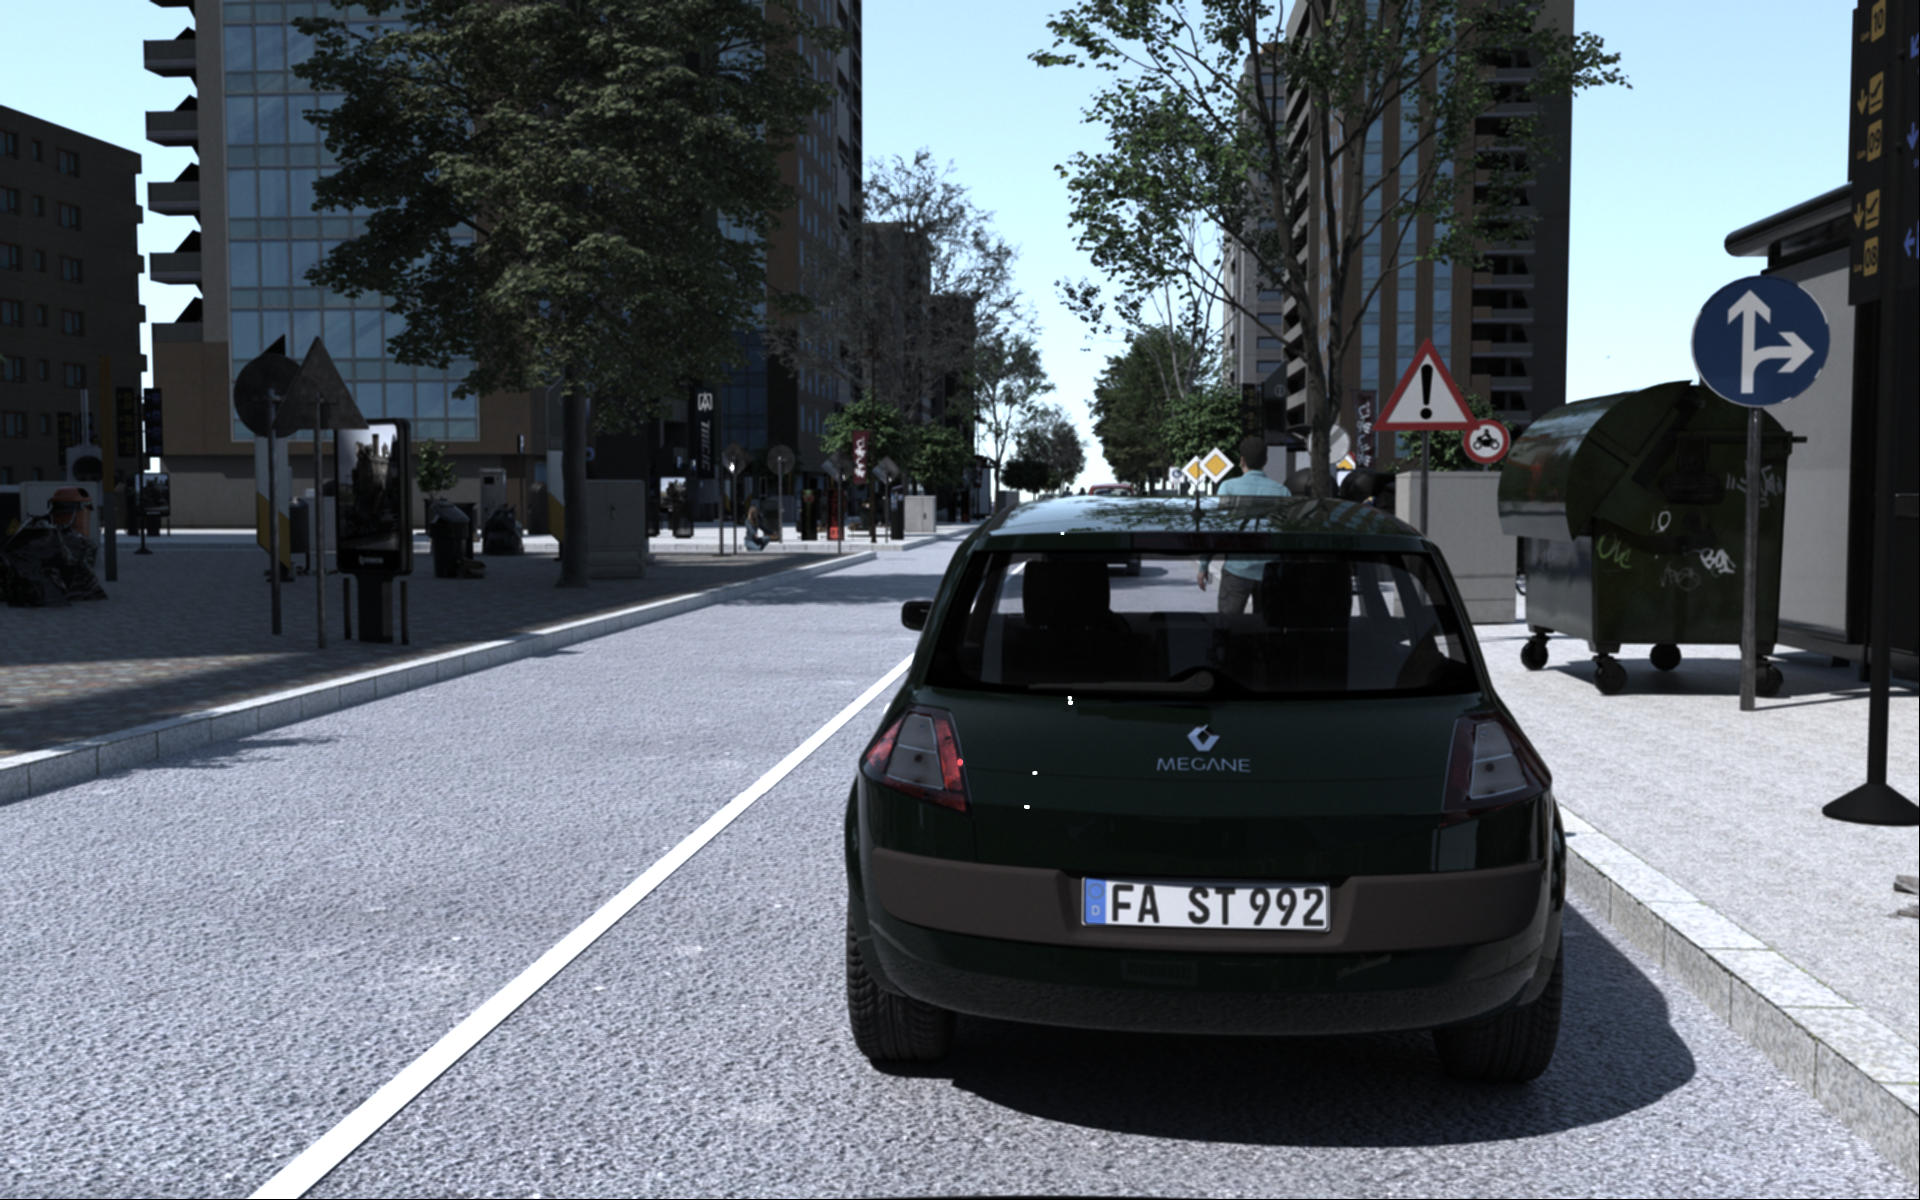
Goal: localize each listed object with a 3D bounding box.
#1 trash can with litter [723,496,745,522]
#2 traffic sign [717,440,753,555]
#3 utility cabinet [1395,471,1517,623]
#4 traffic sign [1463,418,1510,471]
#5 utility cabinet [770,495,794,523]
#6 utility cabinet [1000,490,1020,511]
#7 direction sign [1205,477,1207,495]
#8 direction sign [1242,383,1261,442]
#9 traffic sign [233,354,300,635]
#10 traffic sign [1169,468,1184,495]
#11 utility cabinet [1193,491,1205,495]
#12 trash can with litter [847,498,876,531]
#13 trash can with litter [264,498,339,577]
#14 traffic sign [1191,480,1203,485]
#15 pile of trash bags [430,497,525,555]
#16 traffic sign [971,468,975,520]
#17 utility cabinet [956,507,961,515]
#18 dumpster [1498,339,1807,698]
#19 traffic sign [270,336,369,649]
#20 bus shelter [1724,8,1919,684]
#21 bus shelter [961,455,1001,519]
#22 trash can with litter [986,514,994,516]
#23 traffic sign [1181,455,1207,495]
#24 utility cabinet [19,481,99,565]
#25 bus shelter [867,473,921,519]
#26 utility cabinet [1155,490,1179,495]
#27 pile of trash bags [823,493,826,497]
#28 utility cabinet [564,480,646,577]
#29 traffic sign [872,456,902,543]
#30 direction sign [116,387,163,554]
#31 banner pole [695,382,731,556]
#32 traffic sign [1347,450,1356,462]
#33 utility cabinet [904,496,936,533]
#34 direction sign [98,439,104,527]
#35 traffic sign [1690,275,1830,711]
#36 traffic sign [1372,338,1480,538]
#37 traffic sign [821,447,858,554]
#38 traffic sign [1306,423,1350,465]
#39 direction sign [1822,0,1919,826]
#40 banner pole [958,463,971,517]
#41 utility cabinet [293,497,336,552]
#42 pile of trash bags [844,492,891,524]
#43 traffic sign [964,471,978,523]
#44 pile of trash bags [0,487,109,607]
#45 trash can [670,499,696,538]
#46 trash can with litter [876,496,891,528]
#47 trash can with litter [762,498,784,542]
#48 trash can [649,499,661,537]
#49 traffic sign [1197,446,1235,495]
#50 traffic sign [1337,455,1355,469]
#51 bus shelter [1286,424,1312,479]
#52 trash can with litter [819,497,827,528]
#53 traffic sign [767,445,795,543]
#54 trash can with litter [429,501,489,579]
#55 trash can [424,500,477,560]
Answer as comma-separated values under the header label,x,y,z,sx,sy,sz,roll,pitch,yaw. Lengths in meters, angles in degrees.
label,x,y,z,sx,sy,sz,roll,pitch,yaw
trash can with litter,-10.638,-4.250,80.874,1.055,1.170,0.624,-2,4,-32
traffic sign,-4.765,-2.170,36.663,0.795,2.450,0.064,1,4,14
utility cabinet,4.864,-0.509,17.009,1.173,1.500,0.318,-1,4,-15
traffic sign,8.837,-1.776,29.149,0.768,2.556,0.104,1,4,11
utility cabinet,-7.955,-4.056,77.478,1.020,1.237,0.306,1,4,13
utility cabinet,3.297,-6.314,111.912,1.173,1.500,0.318,-2,4,-35
direction sign,14.116,-6.395,96.560,0.379,3.537,0.876,-3,5,-40
direction sign,6.127,-2.671,35.674,0.876,3.537,0.379,-2,4,-34
traffic sign,-6.255,-0.958,15.777,0.768,2.556,0.104,0,4,7
traffic sign,8.333,-3.942,66.586,0.606,2.300,0.079,1,4,11
utility cabinet,16.150,-6.615,116.827,0.318,1.500,1.173,3,4,38
trash can with litter,-3.439,-2.982,60.147,1.055,1.170,0.624,2,4,29
trash can with litter,-10.298,-1.025,27.821,1.678,1.210,2.233,2,4,25
traffic sign,13.060,-5.845,95.679,0.768,2.556,0.104,0,4,8
pile of trash bags,-10.927,-1.650,36.729,3.447,1.369,1.912,0,4,-5
traffic sign,0.589,-5.258,86.081,0.768,2.556,0.104,0,4,5
utility cabinet,0.339,-5.991,109.115,1.020,1.237,0.306,2,4,33
dumpster,4.615,-0.564,11.716,1.502,2.255,1.985,0,4,5
traffic sign,-5.298,-0.875,14.315,0.884,2.594,0.081,1,4,10
bus shelter,6.995,-2.107,12.087,2.179,5.291,8.768,0,4,5
bus shelter,1.011,-5.987,91.812,2.014,3.302,5.546,0,4,5
trash can with litter,1.567,-5.457,100.274,1.678,1.210,2.233,0,4,3
traffic sign,6.054,-2.495,44.436,0.795,2.450,0.064,0,4,5
utility cabinet,-15.803,-1.328,30.393,0.318,1.500,1.173,3,5,42
bus shelter,-3.136,-6.317,80.907,2.179,5.291,8.768,0,4,5
utility cabinet,10.071,-4.635,84.454,1.173,1.500,0.318,-2,4,-25
pile of trash bags,-7.087,-5.448,98.825,1.912,1.369,3.447,1,4,10
utility cabinet,-5.418,-1.087,26.452,1.173,1.500,0.318,-1,4,-23
traffic sign,-1.910,-2.537,45.129,0.795,2.450,0.064,0,4,5
direction sign,-17.466,-2.748,36.934,0.876,3.537,0.379,-1,4,-22
banner pole,-5.125,-2.799,35.783,0.863,3.779,0.401,2,4,31
traffic sign,10.835,-2.990,48.991,0.768,2.556,0.104,1,4,9
utility cabinet,-1.317,-2.829,57.408,1.020,1.237,0.306,1,4,13
direction sign,-33.147,-4.574,66.790,0.379,3.537,0.876,1,4,18
traffic sign,4.665,-0.616,10.186,0.768,2.556,0.104,1,4,8
traffic sign,3.907,-0.891,14.574,0.884,2.594,0.081,0,4,6
traffic sign,-2.585,-2.051,37.173,0.795,2.450,0.064,0,4,5
traffic sign,6.507,-1.869,30.671,0.768,2.556,0.104,0,4,7
direction sign,3.631,-0.903,6.761,0.379,3.537,0.876,1,4,9
banner pole,0.292,-6.641,98.597,0.863,3.779,0.401,2,4,24
utility cabinet,-14.339,-1.685,38.708,1.020,1.237,0.306,-3,5,-40
pile of trash bags,-3.771,-3.994,75.047,3.447,1.369,1.912,1,4,9
traffic sign,0.439,-4.643,77.101,0.795,2.450,0.064,0,4,7
pile of trash bags,-11.296,-0.685,20.955,1.912,1.369,3.447,0,4,-8
trash can,-8.053,-2.367,50.350,0.748,1.137,0.748,0,3,0
trash can with litter,-3.011,-3.423,67.030,1.678,1.210,2.233,0,4,7
trash can with litter,-5.049,-2.177,46.975,0.624,1.170,1.055,-1,4,-10
trash can,-9.297,-2.457,51.833,0.748,1.137,0.748,0,3,0
traffic sign,5.379,-2.008,36.479,0.795,2.450,0.064,0,4,5
traffic sign,10.786,-2.899,48.579,0.795,2.450,0.064,1,4,10
bus shelter,10.155,-3.592,52.656,2.014,3.302,5.546,0,4,5
trash can with litter,-4.947,-3.325,65.758,0.624,1.170,1.055,-2,4,-25
traffic sign,-4.661,-2.742,44.933,0.768,2.556,0.104,1,4,15
trash can with litter,-7.648,-0.929,26.578,1.055,1.170,0.624,2,4,35
trash can,-8.307,-1.027,28.437,0.748,1.137,0.748,0,3,0
